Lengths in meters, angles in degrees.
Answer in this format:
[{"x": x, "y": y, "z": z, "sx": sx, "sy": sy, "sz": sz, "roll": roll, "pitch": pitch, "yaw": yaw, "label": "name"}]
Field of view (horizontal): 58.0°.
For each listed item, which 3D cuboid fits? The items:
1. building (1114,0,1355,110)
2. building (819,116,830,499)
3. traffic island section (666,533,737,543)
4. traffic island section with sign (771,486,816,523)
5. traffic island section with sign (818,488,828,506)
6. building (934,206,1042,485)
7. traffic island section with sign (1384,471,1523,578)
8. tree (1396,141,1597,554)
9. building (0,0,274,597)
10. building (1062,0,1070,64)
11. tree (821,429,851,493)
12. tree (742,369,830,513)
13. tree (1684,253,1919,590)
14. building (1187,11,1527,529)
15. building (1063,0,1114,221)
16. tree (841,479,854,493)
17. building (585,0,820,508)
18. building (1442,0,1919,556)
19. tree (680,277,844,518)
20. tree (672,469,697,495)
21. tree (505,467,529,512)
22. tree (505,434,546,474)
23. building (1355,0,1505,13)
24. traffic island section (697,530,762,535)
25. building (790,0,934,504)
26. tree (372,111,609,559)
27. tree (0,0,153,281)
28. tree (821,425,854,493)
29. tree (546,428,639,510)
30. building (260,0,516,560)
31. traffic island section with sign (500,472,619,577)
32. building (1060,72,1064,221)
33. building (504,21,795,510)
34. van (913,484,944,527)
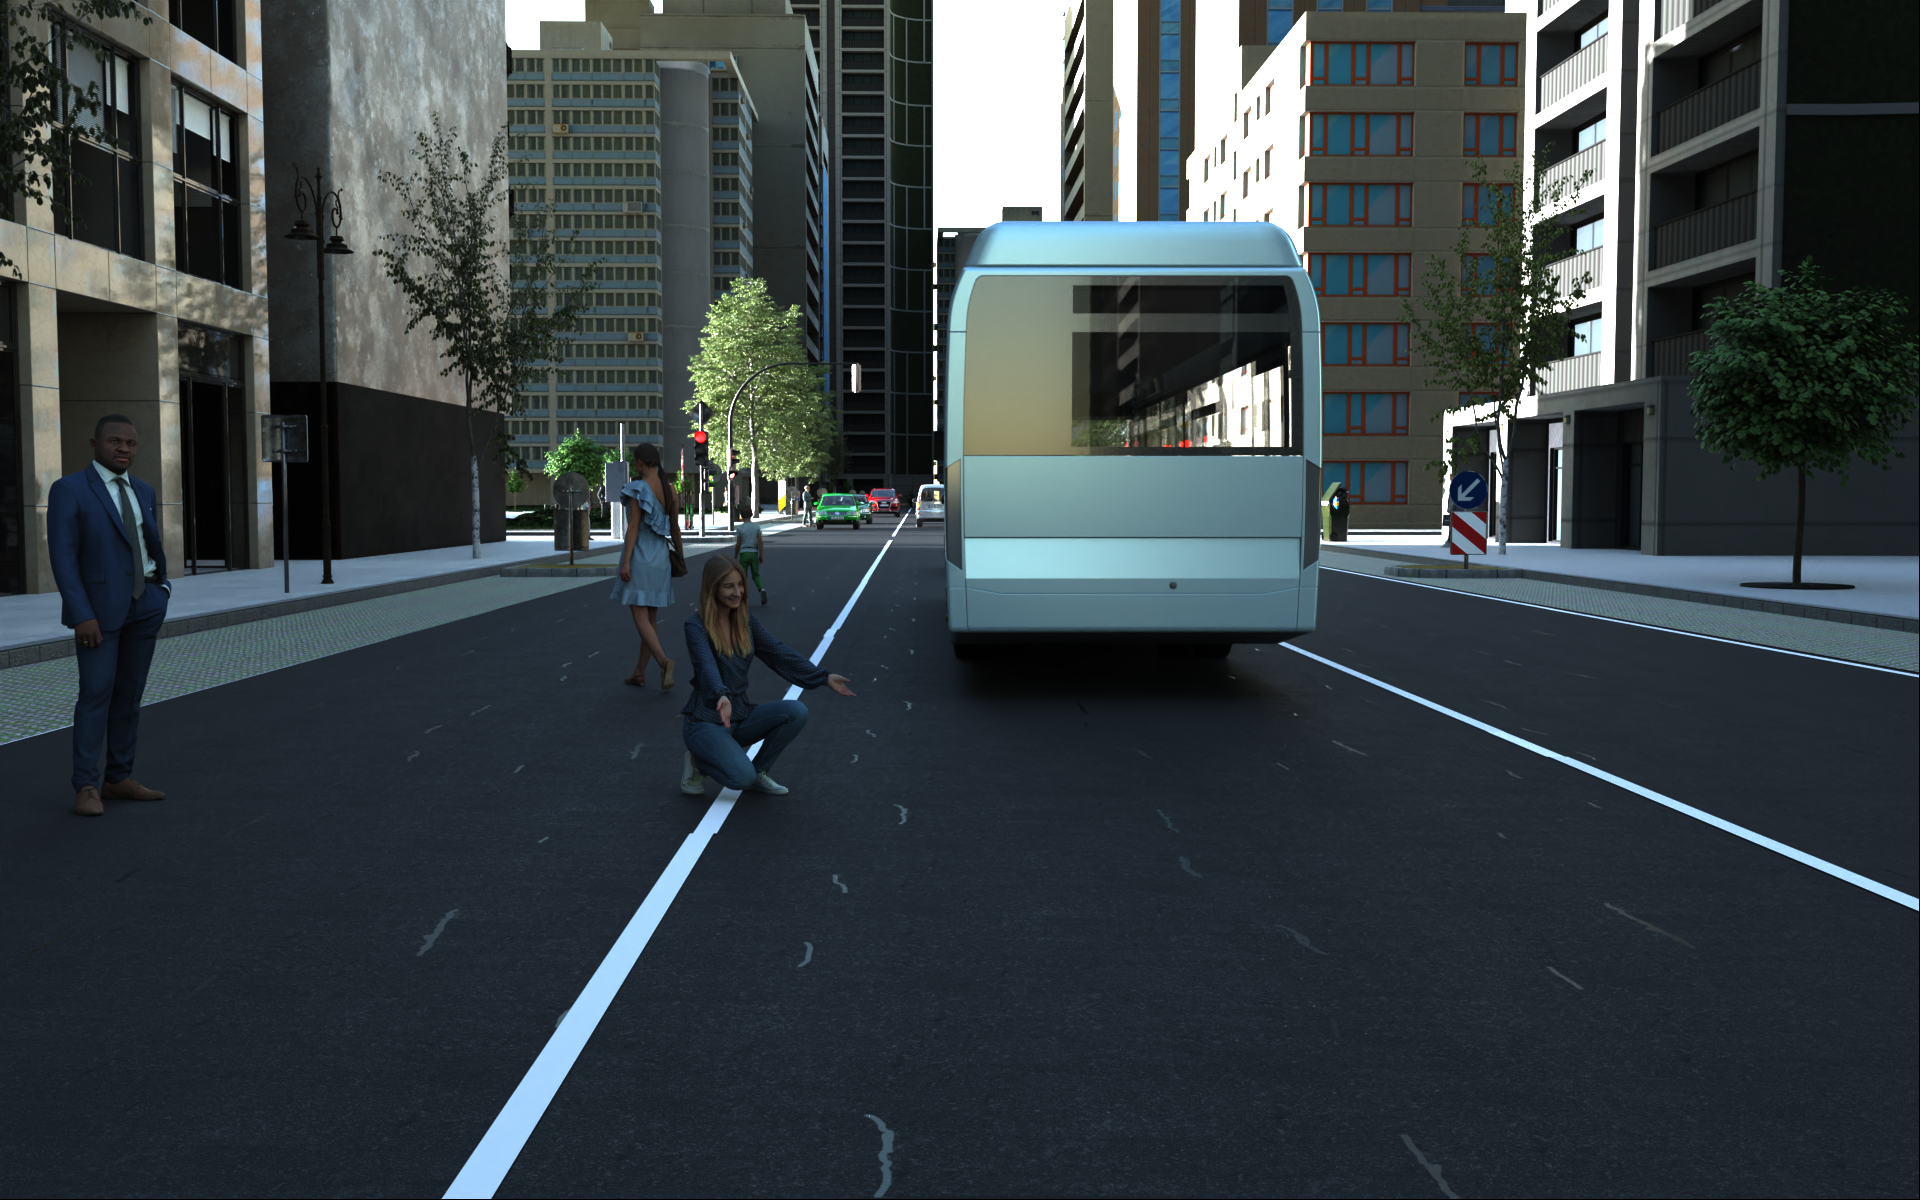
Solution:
[{"x": 18.389, "y": -28.836, "z": 121.586, "sx": 14.600, "sy": 45.320, "sz": 14.200, "roll": 0, "pitch": 4, "yaw": -1, "label": "building"}, {"x": -22.660, "y": -33.702, "z": 201.131, "sx": 14.200, "sy": 45.320, "sz": 14.600, "roll": 0, "pitch": 4, "yaw": -1, "label": "building"}, {"x": -7.745, "y": -1.816, "z": 51.967, "sx": 2.009, "sy": 0.180, "sz": 2.903, "roll": 0, "pitch": 4, "yaw": -1, "label": "traffic island section"}, {"x": -8.178, "y": -4.658, "z": 84.778, "sx": 1.989, "sy": 1.847, "sz": 2.006, "roll": 0, "pitch": 4, "yaw": -1, "label": "traffic island section with sign"}, {"x": -8.802, "y": -6.306, "z": 111.726, "sx": 1.989, "sy": 1.847, "sz": 2.006, "roll": 0, "pitch": 4, "yaw": -1, "label": "traffic island section with sign"}, {"x": 8.411, "y": -33.324, "z": 236.732, "sx": 23.993, "sy": 40.220, "sz": 32.217, "roll": 0, "pitch": 4, "yaw": -1, "label": "building"}, {"x": 8.513, "y": -1.320, "z": 30.204, "sx": 1.989, "sy": 1.847, "sz": 2.006, "roll": 0, "pitch": 4, "yaw": -1, "label": "traffic island section with sign"}, {"x": 11.546, "y": -5.292, "z": 36.885, "sx": 4.737, "sy": 8.622, "sz": 4.395, "roll": 0, "pitch": 3, "yaw": 0, "label": "tree"}, {"x": -21.189, "y": -12.706, "z": 12.266, "sx": 19.350, "sy": 26.468, "sz": 34.151, "roll": 0, "pitch": 4, "yaw": -1, "label": "building"}, {"x": 20.054, "y": -53.772, "z": 191.851, "sx": 22.319, "sy": 86.520, "sz": 31.000, "roll": 0, "pitch": 4, "yaw": -1, "label": "building"}, {"x": -14.204, "y": -14.733, "z": 191.254, "sx": 4.737, "sy": 8.622, "sz": 4.395, "roll": 0, "pitch": 3, "yaw": 0, "label": "tree"}, {"x": -12.719, "y": -11.320, "z": 119.491, "sx": 8.767, "sy": 10.594, "sz": 7.601, "roll": 3, "pitch": 5, "yaw": 40, "label": "tree"}, {"x": 11.510, "y": -2.446, "z": 23.706, "sx": 4.285, "sy": 4.588, "sz": 4.351, "roll": 0, "pitch": 3, "yaw": 0, "label": "tree"}, {"x": 26.494, "y": -14.156, "z": 76.485, "sx": 28.899, "sy": 21.520, "sz": 27.650, "roll": 0, "pitch": 4, "yaw": -1, "label": "building"}, {"x": 20.535, "y": -32.282, "z": 151.520, "sx": 21.300, "sy": 48.544, "sz": 21.600, "roll": 0, "pitch": 4, "yaw": -1, "label": "building"}, {"x": -13.438, "y": -12.806, "z": 203.986, "sx": 1.663, "sy": 3.219, "sz": 1.824, "roll": 0, "pitch": 3, "yaw": 0, "label": "tree"}, {"x": -25.045, "y": -33.382, "z": 169.501, "sx": 21.300, "sy": 48.544, "sz": 21.600, "roll": 0, "pitch": 4, "yaw": -1, "label": "building"}, {"x": 24.560, "y": -36.715, "z": 38.541, "sx": 20.563, "sy": 71.187, "sz": 20.611, "roll": 0, "pitch": 4, "yaw": -1, "label": "building"}, {"x": -11.168, "y": -10.602, "z": 91.462, "sx": 7.486, "sy": 12.596, "sz": 7.792, "roll": 0, "pitch": 3, "yaw": 0, "label": "tree"}, {"x": -19.551, "y": -7.776, "z": 121.740, "sx": 1.663, "sy": 3.219, "sz": 1.824, "roll": 0, "pitch": 3, "yaw": 0, "label": "tree"}, {"x": -31.741, "y": -7.888, "z": 123.567, "sx": 1.663, "sy": 3.219, "sz": 1.824, "roll": 0, "pitch": 3, "yaw": 0, "label": "tree"}, {"x": -20.239, "y": -5.402, "z": 72.035, "sx": 4.285, "sy": 4.588, "sz": 4.351, "roll": 0, "pitch": 3, "yaw": 0, "label": "tree"}, {"x": 21.250, "y": -27.371, "z": 97.623, "sx": 14.600, "sy": 45.320, "sz": 14.200, "roll": 0, "pitch": 4, "yaw": -1, "label": "building"}, {"x": -7.929, "y": -2.304, "z": 59.950, "sx": 2.009, "sy": 0.180, "sz": 2.903, "roll": 0, "pitch": 4, "yaw": -1, "label": "traffic island section"}, {"x": -13.763, "y": -48.423, "z": 229.971, "sx": 20.611, "sy": 71.187, "sz": 20.563, "roll": 0, "pitch": 4, "yaw": -1, "label": "building"}, {"x": -9.389, "y": -5.128, "z": 34.210, "sx": 4.360, "sy": 8.622, "sz": 3.978, "roll": 0, "pitch": 3, "yaw": 0, "label": "tree"}, {"x": -9.041, "y": -3.924, "z": 14.524, "sx": 4.360, "sy": 8.622, "sz": 3.978, "roll": 0, "pitch": 3, "yaw": 0, "label": "tree"}, {"x": -13.302, "y": -14.340, "z": 184.819, "sx": 4.360, "sy": 8.622, "sz": 3.978, "roll": 0, "pitch": 3, "yaw": 0, "label": "tree"}, {"x": -18.773, "y": -6.234, "z": 85.639, "sx": 4.285, "sy": 4.588, "sz": 4.351, "roll": 0, "pitch": 3, "yaw": 0, "label": "tree"}, {"x": -20.612, "y": -10.635, "z": 41.330, "sx": 16.811, "sy": 18.784, "sz": 16.820, "roll": 0, "pitch": 4, "yaw": -1, "label": "building"}, {"x": -6.923, "y": -1.347, "z": 30.655, "sx": 1.989, "sy": 1.847, "sz": 2.006, "roll": 0, "pitch": 4, "yaw": -1, "label": "traffic island section with sign"}, {"x": 17.296, "y": -31.810, "z": 170.197, "sx": 14.600, "sy": 45.320, "sz": 14.200, "roll": 0, "pitch": 4, "yaw": -1, "label": "building"}, {"x": -30.416, "y": -27.813, "z": 146.629, "sx": 32.217, "sy": 40.220, "sz": 23.993, "roll": 0, "pitch": 4, "yaw": -1, "label": "building"}, {"x": -1.088, "y": -4.225, "z": 76.093, "sx": 2.013, "sy": 2.044, "sz": 4.112, "roll": 0, "pitch": 4, "yaw": 0, "label": "van"}]
